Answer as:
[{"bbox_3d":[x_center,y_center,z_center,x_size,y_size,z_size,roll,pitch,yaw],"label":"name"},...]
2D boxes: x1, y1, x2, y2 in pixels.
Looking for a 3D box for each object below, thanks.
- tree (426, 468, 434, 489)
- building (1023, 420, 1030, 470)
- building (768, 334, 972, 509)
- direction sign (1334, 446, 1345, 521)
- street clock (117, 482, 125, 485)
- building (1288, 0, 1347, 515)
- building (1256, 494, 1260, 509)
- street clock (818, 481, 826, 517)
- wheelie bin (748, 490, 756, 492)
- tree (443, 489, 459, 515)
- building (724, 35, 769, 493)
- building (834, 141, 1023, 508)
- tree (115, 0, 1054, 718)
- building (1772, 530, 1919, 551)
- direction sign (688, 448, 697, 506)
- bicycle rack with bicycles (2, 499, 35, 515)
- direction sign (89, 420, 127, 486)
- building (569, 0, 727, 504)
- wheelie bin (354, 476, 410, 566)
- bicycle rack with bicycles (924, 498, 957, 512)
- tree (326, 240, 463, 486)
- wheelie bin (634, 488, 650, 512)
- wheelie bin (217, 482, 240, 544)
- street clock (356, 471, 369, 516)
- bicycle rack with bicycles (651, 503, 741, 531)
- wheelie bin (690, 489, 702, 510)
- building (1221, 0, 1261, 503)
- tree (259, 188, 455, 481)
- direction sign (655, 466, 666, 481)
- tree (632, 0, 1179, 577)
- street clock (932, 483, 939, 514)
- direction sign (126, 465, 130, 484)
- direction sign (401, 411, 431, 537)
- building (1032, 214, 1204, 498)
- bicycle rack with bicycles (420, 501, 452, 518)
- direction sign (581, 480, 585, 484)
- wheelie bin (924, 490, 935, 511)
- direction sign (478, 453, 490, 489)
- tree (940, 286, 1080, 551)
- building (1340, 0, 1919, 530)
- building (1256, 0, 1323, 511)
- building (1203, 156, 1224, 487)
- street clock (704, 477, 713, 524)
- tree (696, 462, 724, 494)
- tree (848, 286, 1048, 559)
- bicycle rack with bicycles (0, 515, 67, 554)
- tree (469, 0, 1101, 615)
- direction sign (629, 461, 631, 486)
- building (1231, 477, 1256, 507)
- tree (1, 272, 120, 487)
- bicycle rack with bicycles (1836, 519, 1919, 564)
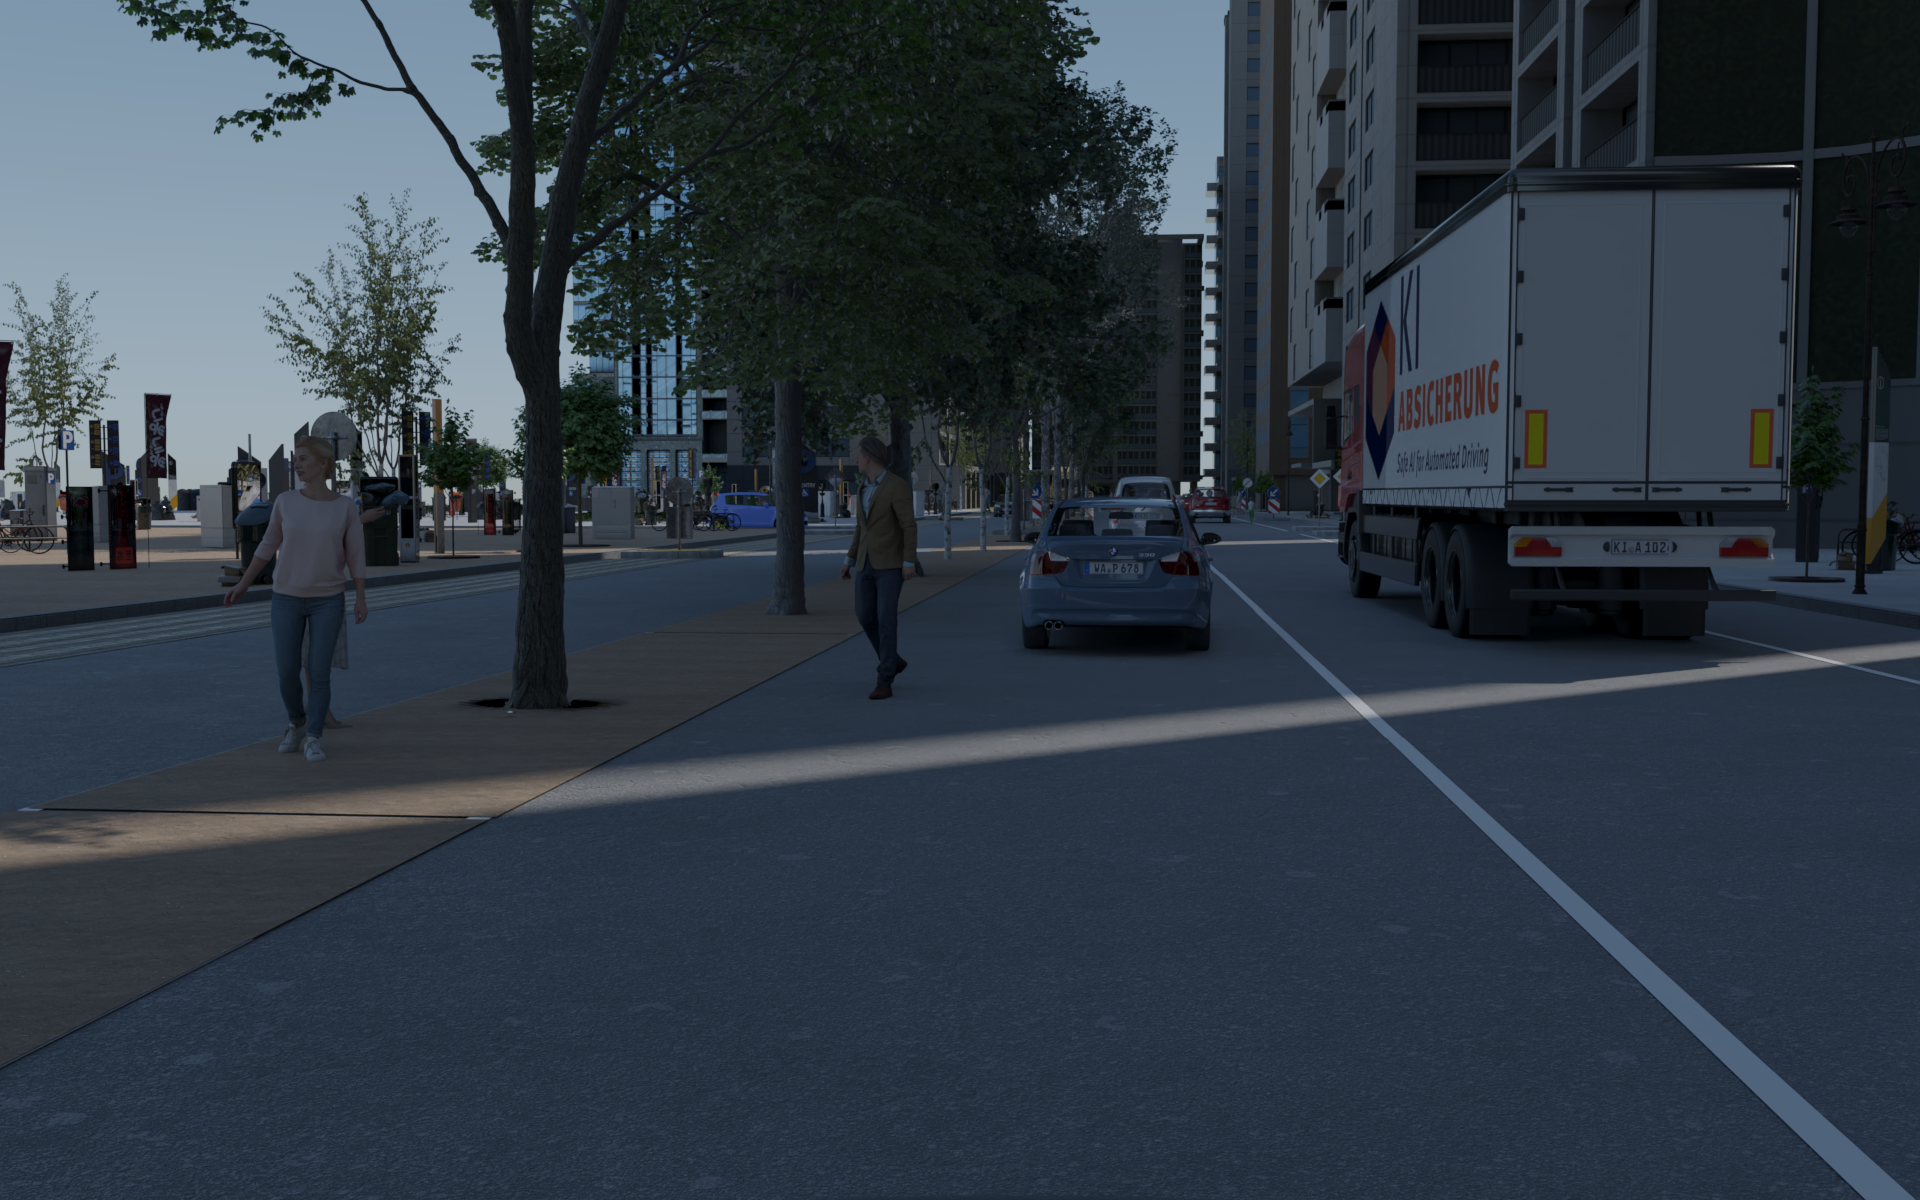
[{"bbox_3d":[-31.308,-7.518,106.627,4.285,4.588,4.351,0,3,0],"label":"tree"},{"bbox_3d":[2.152,-35.858,236.393,14.200,45.320,14.600,0,4,6],"label":"building"},{"bbox_3d":[-7.017,-45.075,175.231,20.563,71.187,20.611,0,4,6],"label":"building"},{"bbox_3d":[18.129,-5.501,81.943,0.876,3.537,0.379,-1,4,-10],"label":"direction sign"},{"bbox_3d":[-50.648,-6.116,104.570,0.471,2.002,0.358,-1,4,-21],"label":"street clock"},{"bbox_3d":[34.711,-31.518,104.559,28.713,52.752,27.495,0,4,6],"label":"building"},{"bbox_3d":[33.975,-28.949,156.912,14.154,41.232,14.086,0,4,6],"label":"building"},{"bbox_3d":[-7.598,-5.568,95.611,0.358,2.002,0.471,-2,4,-35],"label":"street clock"},{"bbox_3d":[-16.761,-8.041,139.376,0.980,1.594,0.693,-2,4,-32],"label":"wheelie bin"},{"bbox_3d":[-27.048,-7.016,98.425,4.285,4.588,4.351,0,3,0],"label":"tree"},{"bbox_3d":[-8.666,-43.821,154.721,20.563,71.187,20.611,0,4,6],"label":"building"},{"bbox_3d":[-3.102,-47.149,209.142,20.611,71.187,20.563,0,4,6],"label":"building"},{"bbox_3d":[-2.727,-5.072,11.139,9.928,11.665,9.643,0,3,0],"label":"tree"},{"bbox_3d":[24.594,-36.993,43.091,20.563,71.187,20.611,0,4,6],"label":"building"},{"bbox_3d":[-13.140,-5.696,85.121,0.379,3.537,0.876,1,4,16],"label":"direction sign"},{"bbox_3d":[-66.842,-6.671,122.446,2.852,0.926,2.925,-3,4,-38],"label":"bicycle rack with bicycles"},{"bbox_3d":[-26.171,-3.734,53.041,0.876,3.537,0.379,0,4,-5],"label":"direction sign"},{"bbox_3d":[-41.418,-56.939,243.626,31.000,86.520,22.319,0,4,6],"label":"building"},{"bbox_3d":[-10.325,-1.407,30.915,0.980,1.594,0.693,-1,4,-20],"label":"wheelie bin"},{"bbox_3d":[-1.584,-7.925,142.958,2.852,0.926,2.925,0,4,-6],"label":"bicycle rack with bicycles"},{"bbox_3d":[-16.689,-6.144,50.813,4.360,8.622,3.978,0,3,0],"label":"tree"},{"bbox_3d":[-16.817,-5.107,91.399,0.693,1.594,0.980,-3,5,-42],"label":"wheelie bin"},{"bbox_3d":[-18.749,-2.249,44.672,0.980,1.594,0.693,-2,4,-30],"label":"wheelie bin"},{"bbox_3d":[-19.072,-3.102,55.287,0.471,2.002,0.358,2,4,30],"label":"street clock"},{"bbox_3d":[-8.949,-2.872,60.341,2.925,0.926,2.852,1,4,17],"label":"bicycle rack with bicycles"},{"bbox_3d":[-15.350,-5.680,100.777,0.693,1.594,0.980,-2,4,-28],"label":"wheelie bin"},{"bbox_3d":[41.109,-40.317,201.188,21.231,58.520,28.212,0,4,6],"label":"building"},{"bbox_3d":[-14.103,-5.569,41.421,4.737,8.622,4.395,0,3,0],"label":"tree"},{"bbox_3d":[-23.841,-8.935,138.077,0.876,3.537,0.379,-1,4,-12],"label":"direction sign"},{"bbox_3d":[-1.024,-6.749,29.810,9.611,12.733,9.660,0,3,0],"label":"tree"},{"bbox_3d":[-1.536,-6.379,108.863,0.358,2.002,0.471,3,5,41],"label":"street clock"},{"bbox_3d":[-65.800,-8.845,136.618,0.379,3.537,0.876,1,4,18],"label":"direction sign"},{"bbox_3d":[-14.873,-3.392,47.457,0.379,3.537,0.876,3,5,41],"label":"direction sign"},{"bbox_3d":[22.005,-33.717,243.153,23.993,40.220,32.217,0,4,6],"label":"building"},{"bbox_3d":[-29.354,-4.939,94.127,2.925,0.926,2.852,3,4,38],"label":"bicycle rack with bicycles"},{"bbox_3d":[-29.154,-8.615,132.849,0.876,3.537,0.379,-3,5,-40],"label":"direction sign"},{"bbox_3d":[-2.346,-7.696,133.742,0.980,1.594,0.693,1,4,16],"label":"wheelie bin"},{"bbox_3d":[-26.064,-6.282,94.706,0.876,3.537,0.379,1,4,19],"label":"direction sign"},{"bbox_3d":[0.599,-5.505,42.828,4.737,8.622,4.395,0,3,0],"label":"tree"},{"bbox_3d":[28.671,-38.992,75.772,20.611,71.187,20.563,0,4,6],"label":"building"},{"bbox_3d":[30.589,-29.604,134.134,14.600,45.320,14.200,0,4,6],"label":"building"},{"bbox_3d":[48.721,-37.727,236.445,30.456,49.044,23.786,0,4,6],"label":"building"},{"bbox_3d":[-10.906,-4.310,75.034,0.358,2.002,0.471,1,4,15],"label":"street clock"},{"bbox_3d":[-15.069,-6.639,103.145,1.663,3.219,1.824,0,3,0],"label":"tree"},{"bbox_3d":[-0.256,-5.194,37.737,4.360,8.622,3.978,0,3,0],"label":"tree"},{"bbox_3d":[-20.595,-1.443,36.974,2.852,0.926,2.925,3,4,39],"label":"bicycle rack with bicycles"},{"bbox_3d":[-2.096,-6.117,20.591,7.486,12.596,7.792,0,3,0],"label":"tree"},{"bbox_3d":[-22.333,-7.672,117.438,0.379,3.537,0.876,0,4,-5],"label":"direction sign"},{"bbox_3d":[44.194,-29.550,175.022,32.217,40.220,23.993,0,4,6],"label":"building"},{"bbox_3d":[-30.489,-6.587,58.067,4.737,8.622,4.395,0,3,0],"label":"tree"},{"bbox_3d":[17.884,-1.170,32.514,2.925,0.926,2.852,1,4,15],"label":"bicycle rack with bicycles"}]
